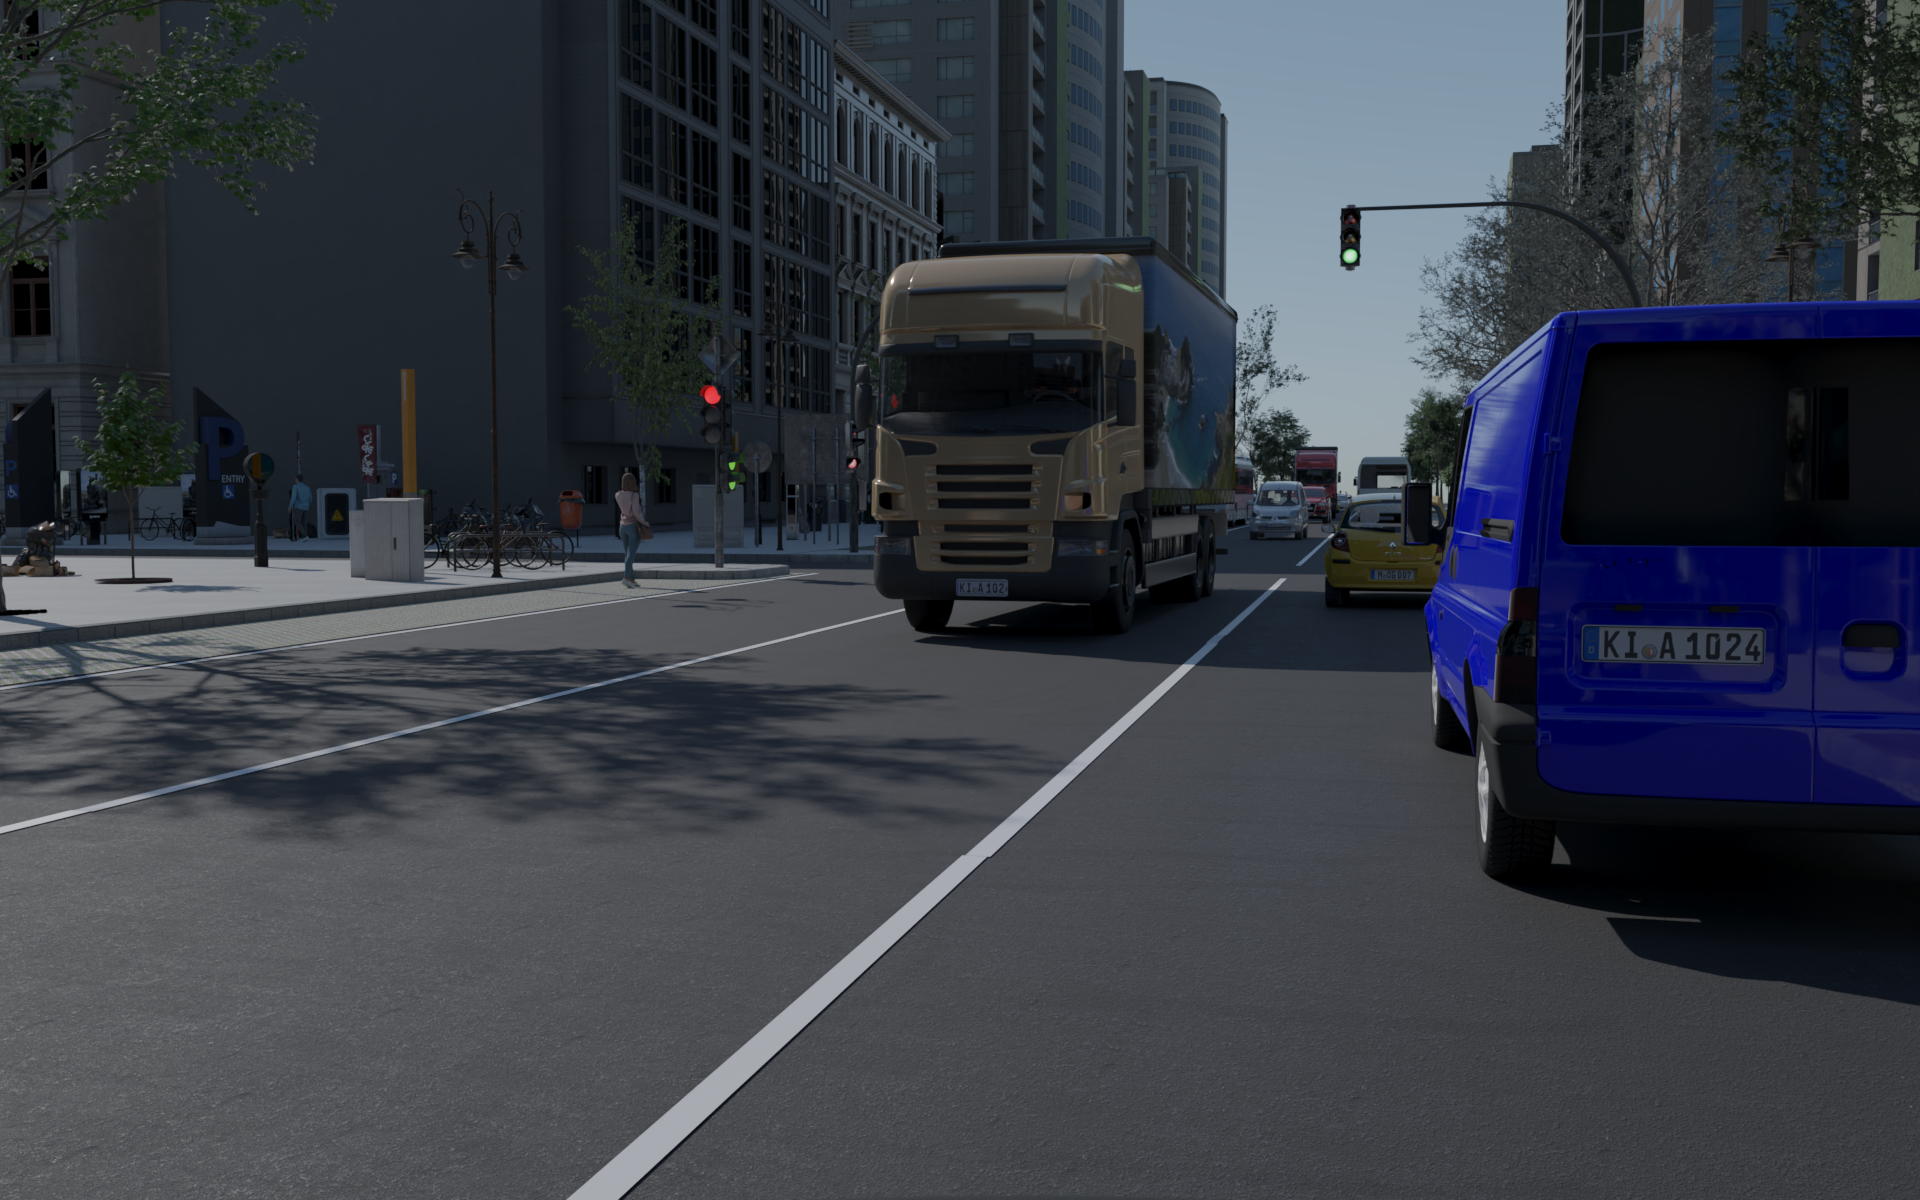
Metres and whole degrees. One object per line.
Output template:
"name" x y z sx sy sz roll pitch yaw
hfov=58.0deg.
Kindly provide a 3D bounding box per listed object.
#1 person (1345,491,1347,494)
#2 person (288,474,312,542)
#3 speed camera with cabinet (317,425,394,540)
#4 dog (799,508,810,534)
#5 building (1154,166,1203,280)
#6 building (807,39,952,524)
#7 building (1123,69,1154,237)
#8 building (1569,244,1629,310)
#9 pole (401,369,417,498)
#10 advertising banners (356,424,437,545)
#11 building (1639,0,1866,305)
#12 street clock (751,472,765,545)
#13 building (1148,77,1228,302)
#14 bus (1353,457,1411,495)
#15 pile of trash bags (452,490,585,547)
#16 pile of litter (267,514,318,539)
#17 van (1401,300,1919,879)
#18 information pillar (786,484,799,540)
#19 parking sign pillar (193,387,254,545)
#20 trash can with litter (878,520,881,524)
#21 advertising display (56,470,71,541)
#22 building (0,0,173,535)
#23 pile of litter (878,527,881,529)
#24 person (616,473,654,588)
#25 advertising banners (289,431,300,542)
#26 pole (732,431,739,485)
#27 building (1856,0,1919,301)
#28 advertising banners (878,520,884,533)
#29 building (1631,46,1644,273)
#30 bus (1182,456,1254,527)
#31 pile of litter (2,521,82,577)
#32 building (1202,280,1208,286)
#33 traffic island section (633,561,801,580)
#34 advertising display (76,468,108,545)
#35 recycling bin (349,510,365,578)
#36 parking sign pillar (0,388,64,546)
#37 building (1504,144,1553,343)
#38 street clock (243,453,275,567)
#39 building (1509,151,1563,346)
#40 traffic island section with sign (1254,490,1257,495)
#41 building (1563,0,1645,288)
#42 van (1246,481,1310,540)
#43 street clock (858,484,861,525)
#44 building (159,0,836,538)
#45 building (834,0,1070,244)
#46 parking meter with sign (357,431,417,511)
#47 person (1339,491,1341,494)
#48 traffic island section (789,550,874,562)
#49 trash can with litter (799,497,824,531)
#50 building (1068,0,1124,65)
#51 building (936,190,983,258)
"person" 57.192 -15.208 257.023 0.599 1.838 0.709 2 4 35
"person" -17.552 -2.455 46.201 0.620 1.820 0.660 1 4 23
"speed camera with cabinet" -17.180 -3.358 49.247 2.038 3.252 0.660 -2 4 -28
"dog" -5.144 -2.568 56.362 0.513 0.831 0.800 0 4 -3
"building" 21.722 -32.279 211.352 14.154 41.232 14.086 1 4 14
"building" -8.112 -15.557 83.239 11.050 23.489 19.941 1 4 14
"building" 9.980 -29.368 163.766 14.154 41.232 14.086 1 4 14
"building" 61.577 -17.493 131.053 27.650 21.520 28.899 1 4 14
"pole" -9.015 -2.112 28.372 0.158 3.312 0.155 0 3 0
"advertising banners" -14.164 -2.895 43.518 2.074 3.025 0.090 1 4 9
"building" 46.042 -27.253 95.697 14.600 45.320 14.200 1 4 14
"street clock" -5.123 -2.408 43.941 0.358 2.002 0.471 0 4 -4
"building" 26.114 -43.096 246.623 21.231 58.520 28.212 1 4 14
"bus" 22.299 -5.915 91.563 2.948 3.499 13.247 1 4 13
"pile of trash bags" -10.601 -1.964 41.868 3.447 1.369 1.912 1 4 19
"pile of litter" -19.394 -2.217 50.220 1.719 0.858 1.176 -2 4 -33
"van" 3.222 -0.215 7.904 2.240 2.365 5.245 1 4 12
"information pillar" -4.664 -2.678 48.281 0.304 2.012 0.304 0 4 8
"parking sign pillar" -18.781 -3.402 44.089 1.447 3.967 1.447 2 4 29
"trash can with litter" -3.164 -3.767 72.974 0.624 1.170 1.055 1 4 21
"advertising display" -24.705 -2.602 47.751 0.123 1.923 0.974 -1 4 -13
"building" -35.559 -13.708 60.283 21.152 22.565 11.583 1 4 14
"pile of litter" -2.235 -3.102 64.681 1.719 0.858 1.176 -1 4 -9
"person" -5.034 -1.059 26.400 0.593 1.750 0.643 2 4 32
"advertising banners" -18.230 -3.139 47.516 0.090 3.025 2.074 -1 4 -13
"pole" -7.304 -3.828 56.426 0.158 3.312 0.155 0 3 0
"building" 38.974 -22.969 59.133 14.154 41.232 14.086 1 4 14
"advertising banners" -1.690 -3.747 57.445 2.074 3.025 0.090 0 4 3
"building" 50.335 -20.777 111.404 14.160 30.474 14.107 1 4 14
"bus" 11.416 -5.092 78.114 2.948 3.499 13.247 1 4 14
"pile of litter" -14.592 -0.808 27.172 1.719 0.858 1.176 3 4 37
"building" 24.690 -27.792 226.098 14.160 30.474 14.107 1 4 14
"traffic island section" -4.213 -0.485 30.211 2.009 0.180 2.903 1 4 14
"advertising display" -21.868 -2.351 43.658 0.123 1.923 0.974 1 4 12
"recycling bin" -8.991 -0.878 26.913 0.722 1.027 0.722 0 4 7
"parking sign pillar" -23.289 -3.355 43.321 1.447 3.967 1.447 1 4 9
"building" 77.259 -34.936 221.319 14.600 45.320 14.200 1 4 14
"street clock" -12.298 -1.582 30.429 0.471 2.002 0.358 -3 5 -41
"building" 72.824 -32.073 207.990 14.154 41.232 14.086 1 4 14
"traffic island section with sign" 27.350 -9.324 161.073 1.989 1.847 2.006 1 4 14
"building" 63.764 -43.880 155.688 20.563 71.187 20.611 1 4 14
"van" 10.292 -2.982 55.766 2.013 2.044 4.112 1 4 15
"street clock" -4.230 -4.106 71.706 0.358 2.002 0.471 2 4 28
"building" -14.452 -16.426 62.067 14.314 27.812 24.014 1 4 14
"building" -0.418 -26.815 122.017 14.154 41.232 14.086 1 4 14
"parking meter with sign" -15.796 -3.130 47.436 1.738 3.016 0.543 1 4 10
"person" 46.860 -12.546 213.251 0.705 1.869 1.348 1 4 14
"traffic island section" -2.341 -0.960 37.974 2.009 0.180 2.903 1 4 14
"trash can with litter" -5.156 -2.927 59.246 1.055 1.170 0.624 3 4 38
"building" 1.089 -36.782 143.392 21.231 58.520 28.212 1 4 14
"building" -6.904 -14.343 101.958 16.820 18.784 16.811 1 4 14
